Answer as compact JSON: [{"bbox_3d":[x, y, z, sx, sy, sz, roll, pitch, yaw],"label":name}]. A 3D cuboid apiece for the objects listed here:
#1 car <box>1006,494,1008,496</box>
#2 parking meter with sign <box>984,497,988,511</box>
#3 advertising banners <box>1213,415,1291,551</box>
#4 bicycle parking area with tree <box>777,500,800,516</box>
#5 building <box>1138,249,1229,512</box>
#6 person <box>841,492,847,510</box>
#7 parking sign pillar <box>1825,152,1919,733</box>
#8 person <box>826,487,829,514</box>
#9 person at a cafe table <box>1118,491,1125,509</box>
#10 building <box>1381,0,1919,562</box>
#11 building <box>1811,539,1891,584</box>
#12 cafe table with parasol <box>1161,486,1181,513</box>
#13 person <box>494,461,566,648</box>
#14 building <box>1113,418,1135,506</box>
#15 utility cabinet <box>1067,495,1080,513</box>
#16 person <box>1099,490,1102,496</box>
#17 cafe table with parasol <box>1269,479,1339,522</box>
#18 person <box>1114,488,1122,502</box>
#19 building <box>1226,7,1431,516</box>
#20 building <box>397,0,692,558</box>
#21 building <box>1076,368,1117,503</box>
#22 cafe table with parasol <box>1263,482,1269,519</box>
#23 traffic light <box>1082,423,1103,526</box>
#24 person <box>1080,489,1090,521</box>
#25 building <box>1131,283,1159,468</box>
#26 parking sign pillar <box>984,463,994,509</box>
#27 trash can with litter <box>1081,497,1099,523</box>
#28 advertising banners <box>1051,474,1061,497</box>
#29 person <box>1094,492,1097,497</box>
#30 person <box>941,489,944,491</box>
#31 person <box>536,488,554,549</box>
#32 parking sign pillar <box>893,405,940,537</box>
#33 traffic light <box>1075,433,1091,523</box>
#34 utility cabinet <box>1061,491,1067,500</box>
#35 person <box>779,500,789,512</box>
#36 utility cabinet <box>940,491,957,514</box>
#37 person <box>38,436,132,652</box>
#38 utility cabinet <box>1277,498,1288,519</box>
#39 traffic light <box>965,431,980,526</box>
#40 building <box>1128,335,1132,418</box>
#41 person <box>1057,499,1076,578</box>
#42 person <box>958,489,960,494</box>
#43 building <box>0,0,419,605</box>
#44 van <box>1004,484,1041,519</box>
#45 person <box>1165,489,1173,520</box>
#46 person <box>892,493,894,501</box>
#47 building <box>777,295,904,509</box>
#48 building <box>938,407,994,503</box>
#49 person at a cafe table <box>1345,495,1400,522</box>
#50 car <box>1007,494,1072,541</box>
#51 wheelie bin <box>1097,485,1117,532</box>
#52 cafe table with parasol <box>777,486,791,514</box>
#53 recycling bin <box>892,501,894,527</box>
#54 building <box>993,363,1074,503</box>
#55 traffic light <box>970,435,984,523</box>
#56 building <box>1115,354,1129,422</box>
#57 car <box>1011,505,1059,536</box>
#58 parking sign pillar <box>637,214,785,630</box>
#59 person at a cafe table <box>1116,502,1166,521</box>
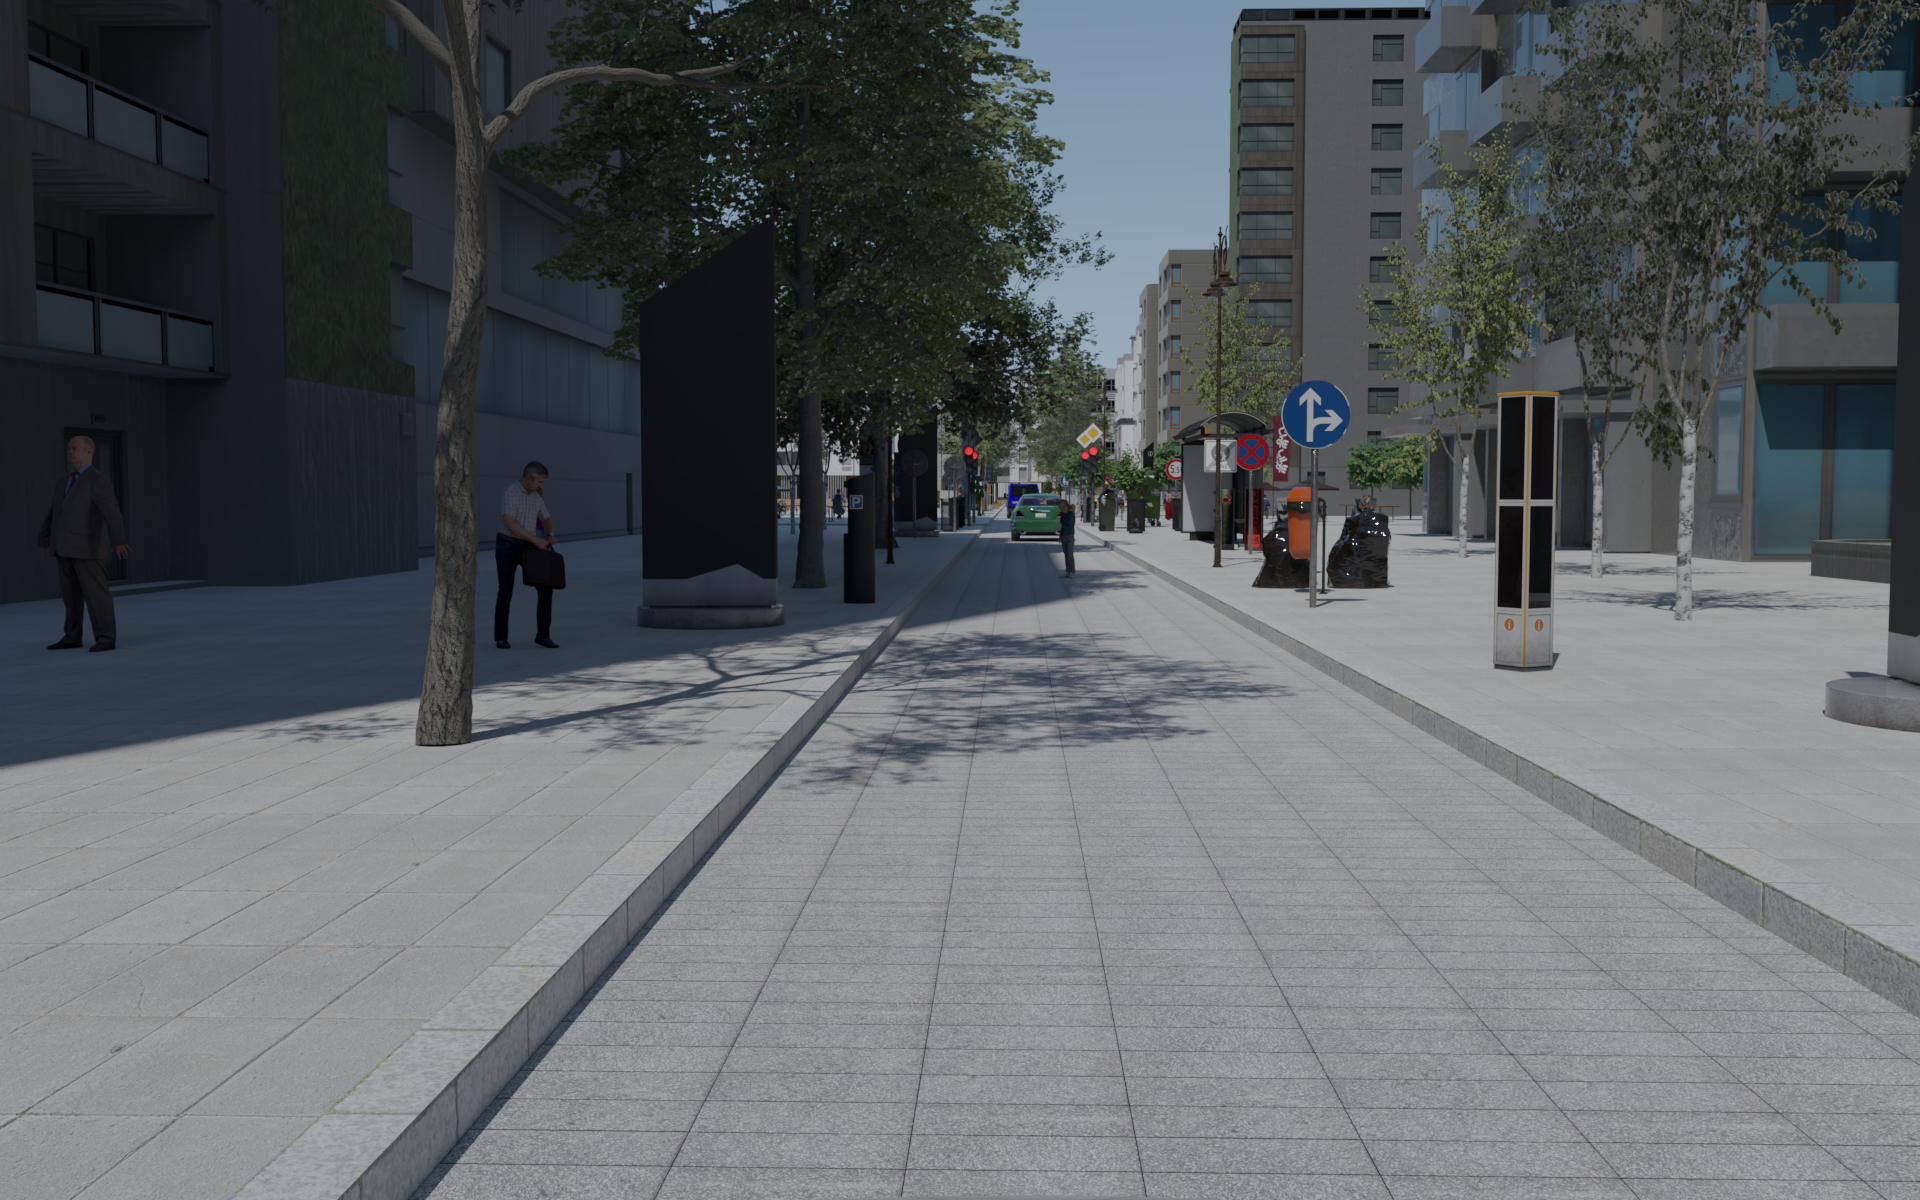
[{"bbox_3d":[5.456,-9.292,160.588,2.281,1.827,5.304,0,4,1],"label":"car"},{"bbox_3d":[1.860,-8.503,135.289,0.543,3.016,1.738,-3,5,-44],"label":"parking meter with sign"},{"bbox_3d":[6.600,-2.616,38.964,2.074,3.025,0.090,3,5,42],"label":"advertising banners"},{"bbox_3d":[-13.284,-7.059,102.415,9.016,4.147,8.231,2,4,31],"label":"bicycle parking area with tree"},{"bbox_3d":[28.989,-17.836,136.653,27.650,21.520,28.899,0,4,2],"label":"building"},{"bbox_3d":[-8.776,-7.462,131.274,0.726,1.435,0.776,-2,4,-32],"label":"person"},{"bbox_3d":[5.686,-1.296,9.655,1.447,3.967,1.447,1,4,9],"label":"parking sign pillar"},{"bbox_3d":[-8.550,-6.340,110.365,0.551,1.740,0.621,2,4,32],"label":"person"},{"bbox_3d":[12.830,-7.909,137.830,1.698,1.524,1.622,0,4,7],"label":"person at a cafe table"},{"bbox_3d":[24.634,-25.932,43.599,23.786,49.044,30.456,0,4,2],"label":"building"},{"bbox_3d":[22.612,-28.873,14.080,21.231,58.520,28.212,0,4,2],"label":"building"},{"bbox_3d":[13.849,-6.514,111.368,2.610,1.966,2.610,1,4,10],"label":"cafe table with parasol"},{"bbox_3d":[-3.588,-0.378,14.437,0.590,1.554,0.614,2,4,30],"label":"person"},{"bbox_3d":[22.248,-15.228,191.125,9.099,9.664,28.070,0,4,2],"label":"building"},{"bbox_3d":[7.563,-6.384,115.533,0.306,1.237,1.020,-3,5,-42],"label":"utility cabinet"},{"bbox_3d":[8.832,-6.079,107.648,0.429,1.552,0.499,1,4,23],"label":"person"},{"bbox_3d":[16.038,-4.561,79.434,2.610,1.966,2.610,2,4,32],"label":"cafe table with parasol"},{"bbox_3d":[11.135,-7.154,123.731,0.841,1.734,0.376,2,4,28],"label":"person"},{"bbox_3d":[23.414,-20.513,107.094,14.160,30.474,14.107,0,4,2],"label":"building"},{"bbox_3d":[-22.666,-27.950,46.220,27.495,52.752,28.713,0,4,2],"label":"building"},{"bbox_3d":[32.021,-23.555,251.588,31.486,18.905,16.747,0,4,2],"label":"building"},{"bbox_3d":[15.727,-5.199,89.875,2.610,1.966,2.610,-2,4,-25],"label":"cafe table with parasol"},{"bbox_3d":[5.238,-4.867,68.496,0.839,4.253,0.868,0,4,2],"label":"traffic light"},{"bbox_3d":[5.895,-4.537,81.682,0.517,1.644,0.566,2,4,29],"label":"person"},{"bbox_3d":[24.438,-18.540,159.548,16.016,20.091,11.380,0,4,2],"label":"building"},{"bbox_3d":[2.212,-9.864,149.752,1.447,3.967,1.447,-1,4,-20],"label":"parking sign pillar"},{"bbox_3d":[5.997,-4.055,77.683,1.055,1.170,0.624,-2,4,-34],"label":"trash can with litter"},{"bbox_3d":[8.399,-8.847,140.839,2.074,3.025,0.090,0,4,-4],"label":"advertising banners"},{"bbox_3d":[16.186,-12.536,211.017,1.348,1.822,0.705,-3,4,-38],"label":"person"},{"bbox_3d":[-1.474,-8.500,145.721,0.504,1.737,0.576,0,4,-3],"label":"person"},{"bbox_3d":[-5.824,-0.930,24.483,0.776,1.435,0.726,-2,4,-35],"label":"person"},{"bbox_3d":[-1.329,-3.885,51.995,1.447,3.967,1.447,-2,4,-32],"label":"parking sign pillar"},{"bbox_3d":[5.493,-5.355,76.477,0.839,4.253,0.868,0,4,2],"label":"traffic light"},{"bbox_3d":[7.510,-7.117,125.036,0.318,1.500,1.173,1,4,9],"label":"utility cabinet"},{"bbox_3d":[-12.310,-6.565,121.297,0.695,0.859,0.347,-1,4,-17],"label":"person"},{"bbox_3d":[-0.689,-6.226,110.469,1.173,1.500,0.318,2,4,27],"label":"utility cabinet"},{"bbox_3d":[-7.211,-0.465,14.195,0.990,1.755,0.434,2,4,26],"label":"person"},{"bbox_3d":[5.485,-1.043,28.221,0.306,1.237,1.020,-1,4,-11],"label":"utility cabinet"},{"bbox_3d":[0.379,-4.875,68.634,0.839,4.253,0.868,0,4,2],"label":"traffic light"},{"bbox_3d":[25.286,-19.241,171.011,16.016,20.091,11.380,0,4,2],"label":"building"},{"bbox_3d":[1.840,-1.049,29.563,0.435,1.345,0.340,2,4,35],"label":"person"},{"bbox_3d":[-0.208,-8.812,150.934,0.431,1.722,0.655,0,4,8],"label":"person"},{"bbox_3d":[-16.356,-20.657,21.334,14.154,41.232,14.086,0,4,2],"label":"building"},{"bbox_3d":[3.724,-6.001,102.508,2.240,2.365,5.245,0,4,1],"label":"van"},{"bbox_3d":[10.209,-4.652,84.565,0.387,1.526,0.523,-1,4,-18],"label":"person"},{"bbox_3d":[-4.934,-7.096,125.979,0.435,1.345,0.340,2,4,25],"label":"person"},{"bbox_3d":[-12.977,-19.185,170.098,16.016,20.091,11.380,0,4,2],"label":"building"},{"bbox_3d":[-10.842,-23.602,252.350,31.486,18.905,16.747,0,4,2],"label":"building"},{"bbox_3d":[19.330,-4.286,80.942,1.698,1.238,1.726,-3,5,-44],"label":"person at a cafe table"},{"bbox_3d":[2.522,-2.581,53.998,2.131,1.459,4.920,0,4,3],"label":"car"},{"bbox_3d":[5.059,-3.155,59.500,0.693,1.594,0.980,0,4,3],"label":"wheelie bin"},{"bbox_3d":[-12.087,-6.457,110.443,2.610,1.966,2.610,1,4,18],"label":"cafe table with parasol"},{"bbox_3d":[-2.785,-3.332,67.037,0.722,1.027,0.722,0,4,-5],"label":"recycling bin"},{"bbox_3d":[10.573,-24.158,251.409,11.380,20.091,16.016,0,4,2],"label":"building"},{"bbox_3d":[0.634,-5.364,76.615,0.839,4.253,0.868,0,4,2],"label":"traffic light"},{"bbox_3d":[27.091,-21.739,211.853,16.016,20.091,11.380,0,4,2],"label":"building"},{"bbox_3d":[2.802,-3.131,60.978,2.009,1.686,4.222,0,4,2],"label":"car"},{"bbox_3d":[-2.450,-1.742,16.954,1.447,3.967,1.447,0,4,-3],"label":"parking sign pillar"},{"bbox_3d":[8.667,-4.442,83.484,1.698,1.238,1.726,-2,4,-34],"label":"person at a cafe table"}]
